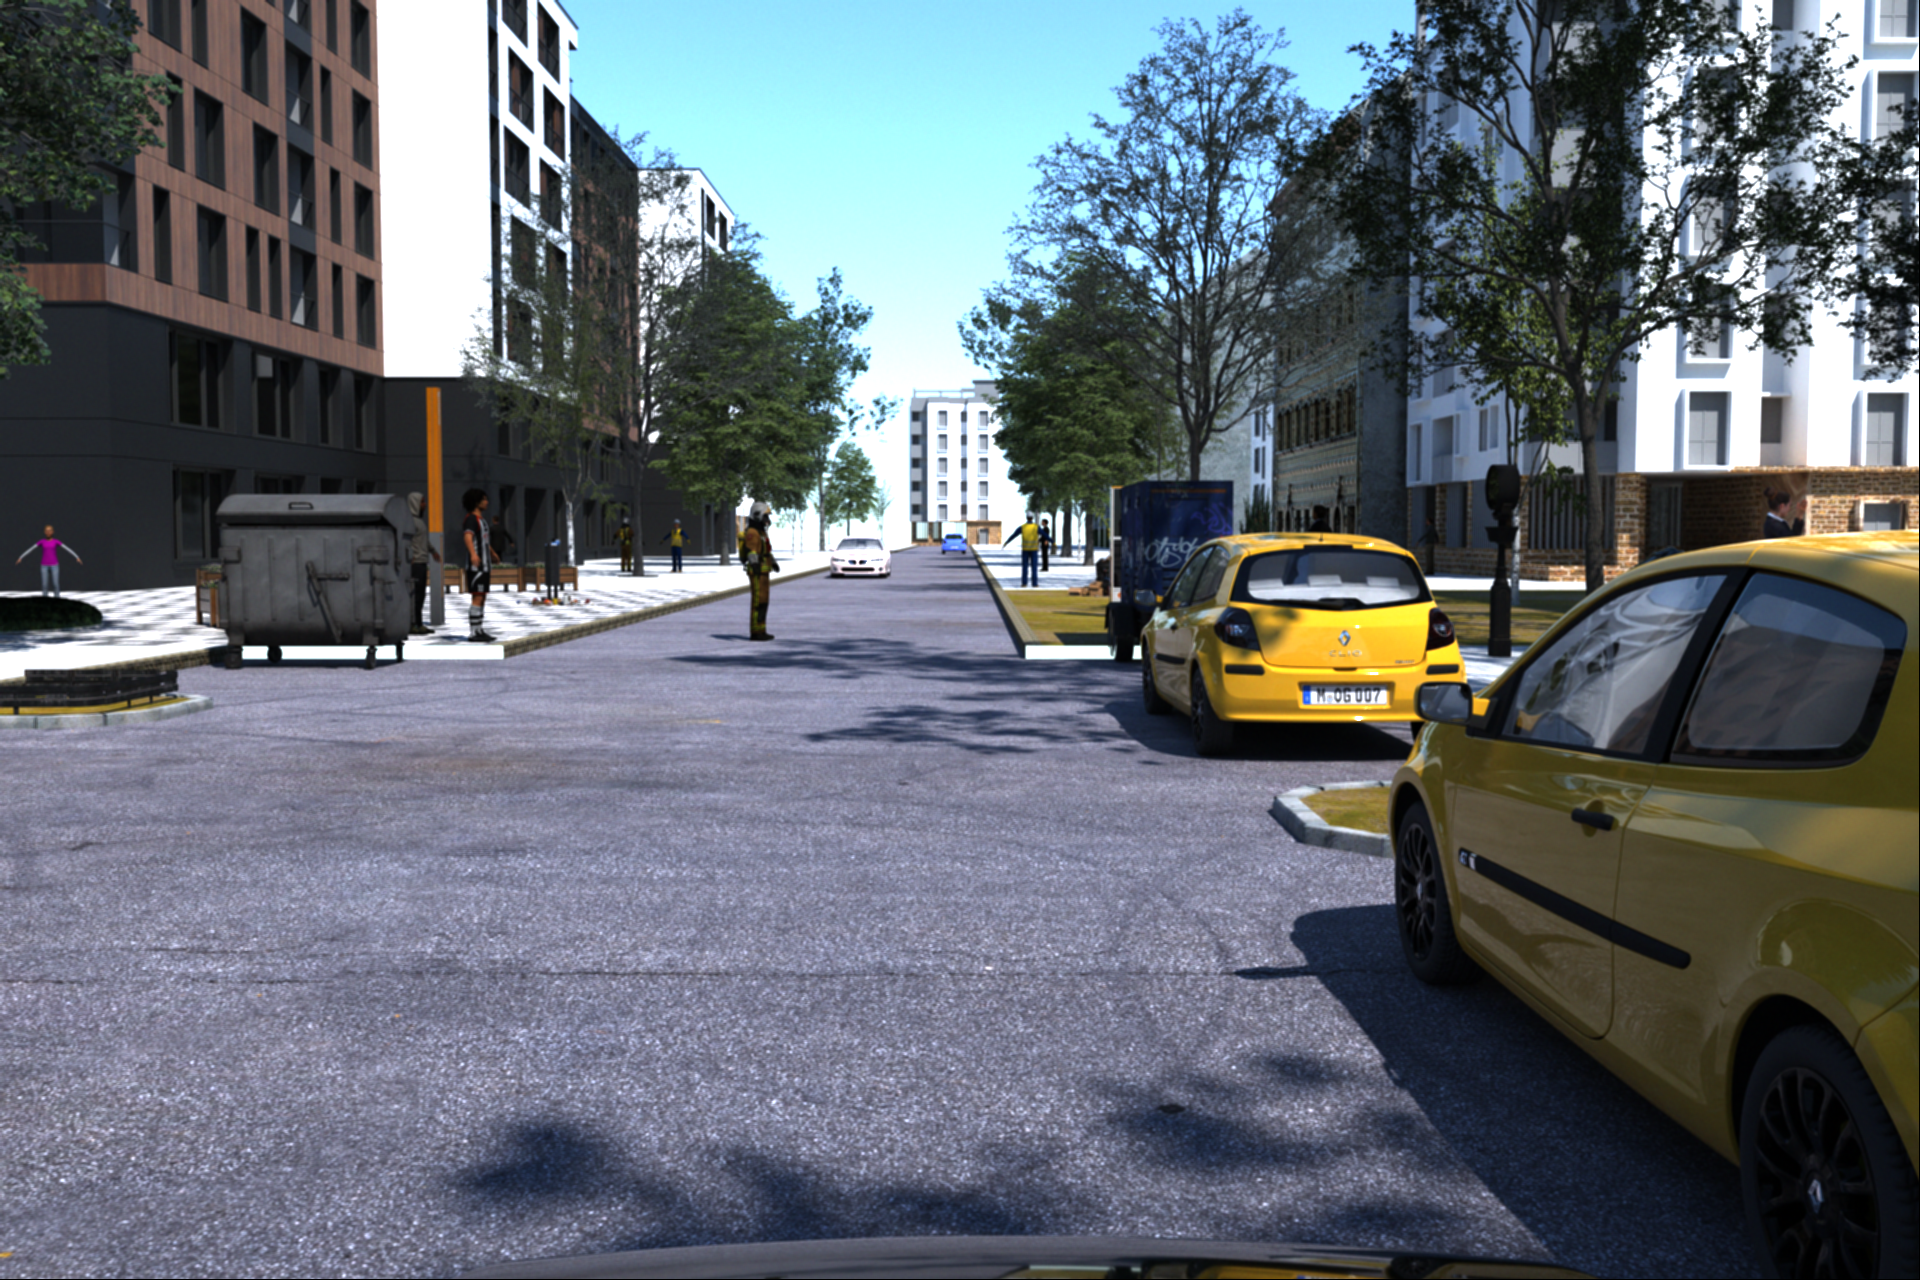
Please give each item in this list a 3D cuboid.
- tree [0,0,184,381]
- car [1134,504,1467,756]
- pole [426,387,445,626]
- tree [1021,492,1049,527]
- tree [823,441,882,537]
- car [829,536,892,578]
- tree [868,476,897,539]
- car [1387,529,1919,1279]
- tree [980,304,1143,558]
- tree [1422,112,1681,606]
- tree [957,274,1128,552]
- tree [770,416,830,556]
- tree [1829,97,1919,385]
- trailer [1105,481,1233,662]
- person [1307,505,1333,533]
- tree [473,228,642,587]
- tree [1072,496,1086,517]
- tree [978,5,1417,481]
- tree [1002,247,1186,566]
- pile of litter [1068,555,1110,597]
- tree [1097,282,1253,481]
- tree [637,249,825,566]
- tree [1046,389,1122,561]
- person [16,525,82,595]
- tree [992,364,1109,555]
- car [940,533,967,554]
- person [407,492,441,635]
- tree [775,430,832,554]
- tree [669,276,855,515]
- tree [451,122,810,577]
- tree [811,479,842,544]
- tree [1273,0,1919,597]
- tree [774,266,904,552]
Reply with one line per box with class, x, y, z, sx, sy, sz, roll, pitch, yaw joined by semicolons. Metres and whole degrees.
tree;-12.645;-6.744;16.927;9.857;13.997;8.962;0;3;0
car;2.345;-0.148;12.644;2.015;1.641;3.980;0;4;-1
pole;-7.334;-1.858;24.221;0.158;3.312;0.155;0;3;0
tree;10.082;-16.130;214.095;4.360;8.622;3.978;0;3;0
tree;-13.167;-17.886;210.565;7.486;12.596;7.792;0;3;0
car;-3.286;-2.773;57.694;2.083;1.381;4.827;0;4;0
tree;-9.609;-16.366;217.948;4.360;8.622;3.978;0;3;0
car;2.300;0.358;4.371;2.015;1.641;3.980;0;4;0
tree;5.779;-11.449;93.841;9.857;13.997;8.962;0;3;0
tree;10.107;-4.910;30.643;4.737;8.622;4.395;0;3;0
tree;6.846;-16.259;121.719;12.611;20.169;13.585;0;3;0
tree;-10.009;-9.325;102.831;4.360;8.622;3.978;0;3;0
tree;17.652;-5.689;27.420;7.601;10.594;8.767;0;4;3
trailer;2.444;-0.820;20.456;1.471;1.999;3.904;0;4;0
person;5.587;-1.263;27.378;1.216;1.740;0.721;-3;5;-42
tree;-9.412;-5.611;42.105;4.360;8.622;3.978;0;3;0
tree;16.686;-17.015;212.610;7.601;10.594;8.767;0;4;2
tree;5.620;-7.978;40.807;12.009;13.543;11.850;0;3;0
tree;5.328;-9.238;69.164;7.486;12.596;7.792;0;3;0
pile of litter;2.828;-1.358;36.170;1.176;0.858;1.719;0;4;0
tree;5.657;-6.104;50.160;4.360;8.622;3.978;0;3;0
tree;-9.266;-9.227;68.995;7.486;12.596;7.792;0;3;0
tree;5.673;-7.973;80.727;4.737;8.622;4.395;0;3;0
person;-15.335;-1.217;29.171;0.991;1.433;0.599;-1;4;-22
tree;5.826;-10.934;104.519;9.928;11.665;9.643;0;3;0
car;-0.449;-6.984;123.782;1.945;1.707;3.694;0;4;-1
person;-6.917;-0.979;22.133;0.705;1.813;1.348;0;4;-2
tree;-9.951;-9.680;108.630;4.360;8.622;3.978;0;3;0
tree;-9.647;-10.813;83.442;9.857;13.997;8.962;0;3;0
tree;-9.702;-8.644;51.702;12.009;13.543;11.850;0;3;0
tree;-16.720;-16.351;217.695;4.737;8.622;4.395;0;3;0
tree;8.470;-5.409;22.845;8.767;10.594;7.601;0;4;8
tree;-10.403;-16.454;124.919;12.611;20.169;13.585;0;3;0
